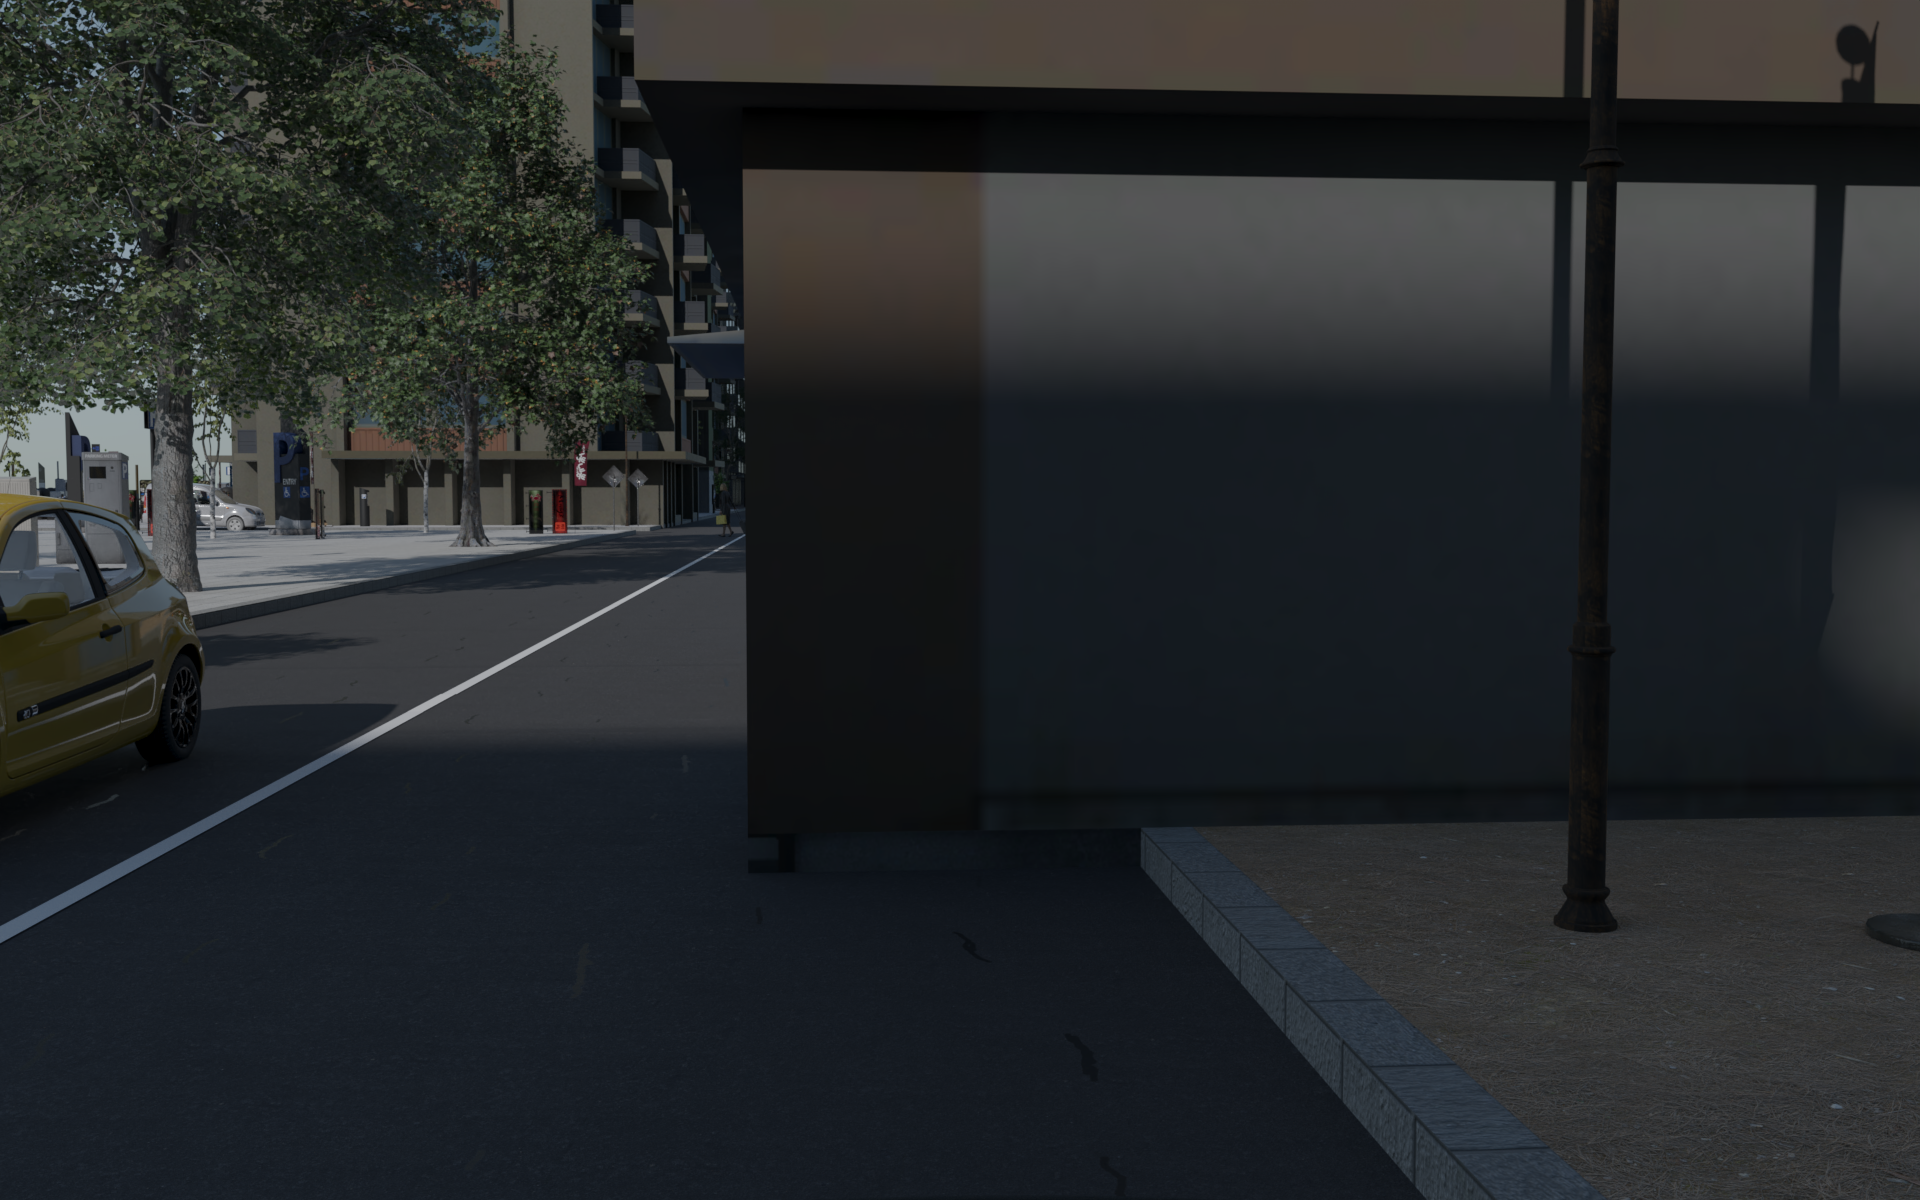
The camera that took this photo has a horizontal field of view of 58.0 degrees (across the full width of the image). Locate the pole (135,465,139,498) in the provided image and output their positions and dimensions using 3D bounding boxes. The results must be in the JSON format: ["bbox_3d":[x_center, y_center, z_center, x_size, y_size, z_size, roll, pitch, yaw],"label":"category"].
[{"bbox_3d":[-57.113,-7.730,120.228,0.158,3.312,0.155,0,3,0],"label":"pole"}]

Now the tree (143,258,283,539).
[{"bbox_3d":[-21.673,-6.096,50.026,4.737,8.622,4.395,0,3,0],"label":"tree"}]

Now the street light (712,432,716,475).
[{"bbox_3d":[-17.661,-9.245,123.938,0.468,5.910,1.993,0,4,-5],"label":"street light"}]

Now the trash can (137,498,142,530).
[{"bbox_3d":[-27.939,-2.852,58.282,0.748,1.137,0.748,0,3,0],"label":"trash can"}]

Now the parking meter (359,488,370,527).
[{"bbox_3d":[-23.542,-3.674,68.486,0.372,1.533,0.369,0,3,0],"label":"parking meter"}]

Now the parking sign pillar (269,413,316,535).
[{"bbox_3d":[-21.023,-4.039,54.503,1.447,3.967,1.447,2,4,35],"label":"parking sign pillar"}]

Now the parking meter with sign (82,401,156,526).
[{"bbox_3d":[-15.715,-2.178,31.870,1.738,3.016,0.543,0,4,-7],"label":"parking meter with sign"}]

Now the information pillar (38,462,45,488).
[{"bbox_3d":[-67.500,-8.317,127.335,0.504,3.616,0.183,1,4,9],"label":"information pillar"}]

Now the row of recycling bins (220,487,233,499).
[{"bbox_3d":[-40.558,-5.512,97.226,1.069,1.692,3.534,0,4,2],"label":"row of recycling bins"}]

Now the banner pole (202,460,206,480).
[{"bbox_3d":[-56.153,-8.487,128.783,0.401,3.779,0.863,0,4,-4],"label":"banner pole"}]

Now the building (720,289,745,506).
[{"bbox_3d":[-34.650,-34.616,185.578,23.786,49.044,30.456,0,4,-5],"label":"building"}]

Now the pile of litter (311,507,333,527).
[{"bbox_3d":[-25.213,-3.273,67.475,1.719,0.858,1.176,-3,5,-42],"label":"pile of litter"}]

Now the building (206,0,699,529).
[{"bbox_3d":[-22.895,-26.153,82.228,22.147,44.769,28.867,0,4,-5],"label":"building"}]

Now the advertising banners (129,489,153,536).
[{"bbox_3d":[-24.600,-3.466,52.861,2.074,3.025,0.090,-1,4,-11],"label":"advertising banners"}]

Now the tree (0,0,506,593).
[{"bbox_3d":[-10.411,-7.083,22.463,9.857,13.997,8.962,0,3,0],"label":"tree"}]

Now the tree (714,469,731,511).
[{"bbox_3d":[-18.346,-8.463,132.978,1.663,3.219,1.824,0,3,0],"label":"tree"}]

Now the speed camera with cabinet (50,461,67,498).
[{"bbox_3d":[-53.713,-6.663,103.270,0.660,3.252,2.038,-1,4,-15],"label":"speed camera with cabinet"}]

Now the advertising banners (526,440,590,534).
[{"bbox_3d":[-12.932,-3.644,55.775,2.074,3.025,0.090,-2,4,-24],"label":"advertising banners"}]

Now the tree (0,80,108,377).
[{"bbox_3d":[-23.534,-6.961,39.570,9.928,11.665,9.643,0,3,0],"label":"tree"}]

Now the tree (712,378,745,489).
[{"bbox_3d":[-19.030,-12.568,139.904,8.767,10.594,7.601,0,4,2],"label":"tree"}]

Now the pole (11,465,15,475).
[{"bbox_3d":[-64.186,-7.561,117.465,0.158,3.312,0.155,0,3,0],"label":"pole"}]

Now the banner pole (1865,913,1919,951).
[{"bbox_3d":[2.922,-0.922,5.086,0.401,3.779,0.863,1,4,23],"label":"banner pole"}]

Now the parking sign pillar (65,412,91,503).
[{"bbox_3d":[-29.324,-4.232,57.666,1.447,3.967,1.447,-1,4,-11],"label":"parking sign pillar"}]

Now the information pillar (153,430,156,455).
[{"bbox_3d":[-19.773,-3.157,42.973,0.504,3.616,0.183,-3,4,-38],"label":"information pillar"}]

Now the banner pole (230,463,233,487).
[{"bbox_3d":[-44.121,-7.072,105.641,0.863,3.779,0.401,-3,5,-40],"label":"banner pole"}]

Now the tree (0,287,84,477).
[{"bbox_3d":[-27.374,-6.047,49.238,4.737,8.622,4.395,0,3,0],"label":"tree"}]

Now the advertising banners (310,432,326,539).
[{"bbox_3d":[-18.285,-3.246,49.263,0.090,3.025,2.074,-1,4,-10],"label":"advertising banners"}]

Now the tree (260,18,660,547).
[{"bbox_3d":[-11.798,-7.637,41.875,9.611,12.733,9.660,0,3,0],"label":"tree"}]

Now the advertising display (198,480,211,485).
[{"bbox_3d":[-35.628,-4.684,81.793,0.974,1.923,0.123,2,4,31],"label":"advertising display"}]

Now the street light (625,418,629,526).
[{"bbox_3d":[-13.254,-5.873,68.809,0.468,5.910,1.993,0,4,-5],"label":"street light"}]

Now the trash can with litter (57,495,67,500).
[{"bbox_3d":[-48.552,-5.108,94.578,2.233,1.210,1.678,-3,4,-37],"label":"trash can with litter"}]

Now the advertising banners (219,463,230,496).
[{"bbox_3d":[-34.803,-5.240,81.865,0.090,3.025,2.074,-1,4,-10],"label":"advertising banners"}]

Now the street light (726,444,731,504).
[{"bbox_3d":[-19.368,-10.530,144.958,0.468,5.910,1.993,0,4,-5],"label":"street light"}]

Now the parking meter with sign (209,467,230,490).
[{"bbox_3d":[-48.296,-7.176,113.582,1.738,3.016,0.543,1,4,14],"label":"parking meter with sign"}]

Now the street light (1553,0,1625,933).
[{"bbox_3d":[1.859,-1.968,4.969,0.468,5.910,1.993,0,4,-5],"label":"street light"}]

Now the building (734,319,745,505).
[{"bbox_3d":[-34.117,-33.602,232.981,14.154,41.232,14.086,0,4,-5],"label":"building"}]

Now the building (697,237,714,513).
[{"bbox_3d":[-23.883,-20.955,114.316,14.160,30.474,14.107,0,4,-5],"label":"building"}]

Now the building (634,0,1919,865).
[{"bbox_3d":[5.195,-22.155,12.340,14.600,45.320,14.200,0,4,-5],"label":"building"}]

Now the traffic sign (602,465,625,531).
[{"bbox_3d":[-12.100,-3.481,60.554,0.795,2.450,0.064,0,4,-5],"label":"traffic sign"}]

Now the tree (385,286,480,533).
[{"bbox_3d":[-17.697,-6.551,57.471,4.360,8.622,3.978,0,3,0],"label":"tree"}]

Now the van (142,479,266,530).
[{"bbox_3d":[-27.807,-3.474,63.813,4.112,2.044,2.013,0,4,-5],"label":"van"}]

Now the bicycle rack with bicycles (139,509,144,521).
[{"bbox_3d":[-38.114,-4.237,82.665,2.852,0.926,2.925,0,4,-6],"label":"bicycle rack with bicycles"}]

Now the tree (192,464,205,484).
[{"bbox_3d":[-41.762,-6.083,94.062,1.663,3.219,1.824,0,3,0],"label":"tree"}]

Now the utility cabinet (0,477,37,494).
[{"bbox_3d":[-12.311,-0.805,21.842,1.173,1.500,0.318,-1,4,-12],"label":"utility cabinet"}]

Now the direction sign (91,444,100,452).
[{"bbox_3d":[-39.289,-5.276,78.266,0.876,3.537,0.379,-1,4,-10],"label":"direction sign"}]

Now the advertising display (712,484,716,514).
[{"bbox_3d":[-16.275,-6.681,114.451,0.123,1.923,0.974,0,4,0],"label":"advertising display"}]

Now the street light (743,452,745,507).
[{"bbox_3d":[-21.458,-12.216,172.520,0.468,5.910,1.993,0,4,-5],"label":"street light"}]

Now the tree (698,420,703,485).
[{"bbox_3d":[-16.758,-9.207,100.891,4.737,8.622,4.395,0,3,0],"label":"tree"}]

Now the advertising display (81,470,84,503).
[{"bbox_3d":[-22.189,-2.417,44.738,0.974,1.923,0.123,0,4,8],"label":"advertising display"}]

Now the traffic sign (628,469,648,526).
[{"bbox_3d":[-12.737,-3.968,68.514,0.795,2.450,0.064,0,4,-5],"label":"traffic sign"}]

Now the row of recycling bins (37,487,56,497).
[{"bbox_3d":[-56.611,-6.129,107.323,1.069,1.692,3.534,0,4,1],"label":"row of recycling bins"}]

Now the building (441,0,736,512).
[{"bbox_3d":[-31.839,-30.679,156.232,22.147,44.769,28.867,0,4,-5],"label":"building"}]

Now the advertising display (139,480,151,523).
[{"bbox_3d":[-36.168,-4.422,77.518,0.974,1.923,0.123,-1,4,-23],"label":"advertising display"}]

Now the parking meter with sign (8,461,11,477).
[{"bbox_3d":[-50.292,-5.733,89.990,1.738,3.016,0.543,-1,4,-22],"label":"parking meter with sign"}]

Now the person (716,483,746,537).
[{"bbox_3d":[-7.606,-3.039,58.409,1.509,1.804,0.699,-3,5,-39],"label":"person"}]

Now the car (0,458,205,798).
[{"bbox_3d":[-4.871,0.144,7.873,2.015,1.641,3.980,0,4,-6],"label":"car"}]

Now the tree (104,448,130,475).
[{"bbox_3d":[-36.118,-4.803,73.122,1.663,3.219,1.824,0,3,0],"label":"tree"}]
